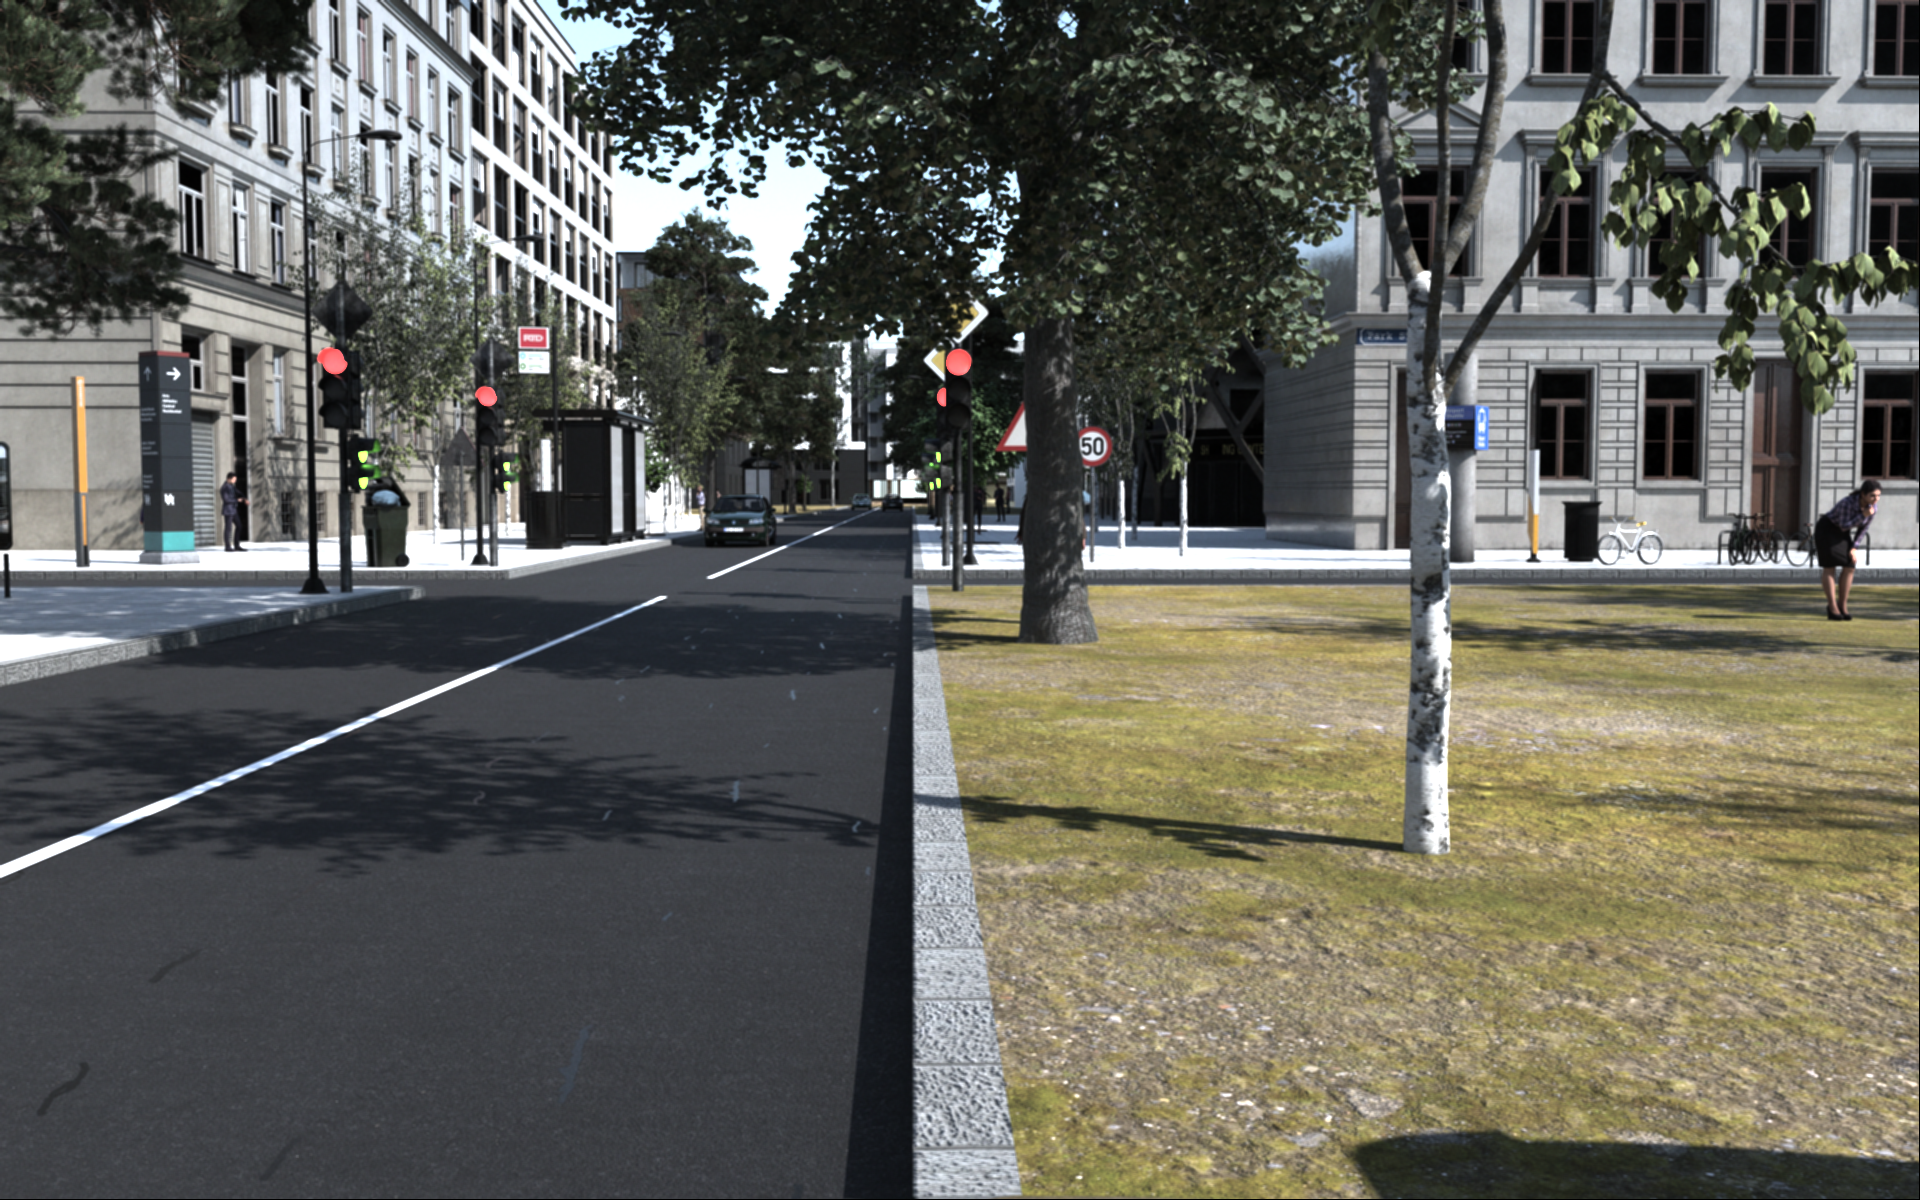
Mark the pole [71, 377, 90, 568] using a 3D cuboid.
[{"bbox_3d":[-15.332,-2.223,30.185,0.158,3.312,0.155,0,3,0],"label":"pole"}]

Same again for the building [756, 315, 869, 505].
[{"bbox_3d":[-27.551,-22.456,211.134,32.646,21.610,27.936,0,4,-2],"label":"building"}]

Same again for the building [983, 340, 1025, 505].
[{"bbox_3d":[16.239,-20.825,206.953,31.486,18.905,16.747,0,4,-2],"label":"building"}]

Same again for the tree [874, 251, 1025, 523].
[{"bbox_3d":[0.188,-9.426,76.171,6.751,12.117,7.091,0,3,0],"label":"tree"}]

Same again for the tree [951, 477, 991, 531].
[{"bbox_3d":[0.531,-4.003,60.054,1.663,3.219,1.824,0,3,0],"label":"tree"}]

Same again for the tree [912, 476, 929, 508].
[{"bbox_3d":[-3.206,-9.879,156.116,1.663,3.219,1.824,0,3,0],"label":"tree"}]

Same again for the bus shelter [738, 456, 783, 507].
[{"bbox_3d":[-11.055,-6.250,96.105,2.014,3.302,5.546,0,4,-1],"label":"bus shelter"}]

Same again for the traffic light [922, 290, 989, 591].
[{"bbox_3d":[-0.046,-2.050,22.758,0.839,4.213,0.868,0,4,-2],"label":"traffic light"}]

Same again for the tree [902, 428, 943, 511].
[{"bbox_3d":[-1.190,-12.697,125.717,7.486,12.596,7.792,0,3,0],"label":"tree"}]

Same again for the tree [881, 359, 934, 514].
[{"bbox_3d":[-1.339,-11.408,112.282,9.928,11.665,9.643,0,3,0],"label":"tree"}]

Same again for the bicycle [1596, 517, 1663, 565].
[{"bbox_3d":[12.168,-1.112,31.399,1.543,0.972,0.635,-1,4,-20],"label":"bicycle"}]

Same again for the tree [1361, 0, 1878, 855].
[{"bbox_3d":[1.612,-3.387,5.748,4.737,8.622,4.395,0,3,0],"label":"tree"}]

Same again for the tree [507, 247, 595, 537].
[{"bbox_3d":[-13.668,-6.237,52.335,4.360,8.622,3.978,0,3,0],"label":"tree"}]

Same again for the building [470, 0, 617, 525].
[{"bbox_3d":[-29.325,-17.121,84.440,19.350,26.468,34.151,0,4,-2],"label":"building"}]

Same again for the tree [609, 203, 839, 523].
[{"bbox_3d":[-10.919,-10.248,74.974,7.806,13.903,7.818,0,3,0],"label":"tree"}]

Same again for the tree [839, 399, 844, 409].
[{"bbox_3d":[-11.785,-12.925,118.751,7.806,13.903,7.818,0,3,0],"label":"tree"}]

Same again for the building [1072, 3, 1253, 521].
[{"bbox_3d":[12.762,-18.067,92.663,12.463,27.353,25.104,0,4,-2],"label":"building"}]

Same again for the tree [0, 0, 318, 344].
[{"bbox_3d":[-9.466,-6.587,15.115,7.806,13.903,7.818,0,3,0],"label":"tree"}]

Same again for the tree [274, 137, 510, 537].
[{"bbox_3d":[-12.250,-5.292,36.885,4.360,8.622,3.978,0,3,0],"label":"tree"}]

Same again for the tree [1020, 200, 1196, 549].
[{"bbox_3d":[3.538,-5.489,40.107,4.360,8.622,3.978,0,3,0],"label":"tree"}]

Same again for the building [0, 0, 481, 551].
[{"bbox_3d":[-25.656,-13.413,52.591,16.112,22.955,30.059,0,4,-2],"label":"building"}]

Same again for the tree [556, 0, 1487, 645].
[{"bbox_3d":[0.835,-6.600,14.561,9.857,13.997,8.962,0,3,0],"label":"tree"}]

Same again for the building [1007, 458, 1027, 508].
[{"bbox_3d":[9.506,-13.358,160.549,9.099,9.664,28.070,0,4,-2],"label":"building"}]

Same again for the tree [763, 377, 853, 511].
[{"bbox_3d":[-11.628,-11.818,127.629,8.767,10.594,7.601,1,4,14],"label":"tree"}]

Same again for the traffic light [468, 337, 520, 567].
[{"bbox_3d":[-8.223,-2.524,30.507,0.839,4.213,0.868,0,4,-2],"label":"traffic light"}]

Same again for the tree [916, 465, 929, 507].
[{"bbox_3d":[-3.239,-13.195,166.101,4.360,8.622,3.978,0,3,0],"label":"tree"}]

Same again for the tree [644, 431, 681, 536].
[{"bbox_3d":[-9.712,-3.607,53.581,1.663,3.219,1.824,0,3,0],"label":"tree"}]

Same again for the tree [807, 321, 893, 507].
[{"bbox_3d":[-12.065,-19.741,178.652,12.611,20.169,13.585,0,3,0],"label":"tree"}]

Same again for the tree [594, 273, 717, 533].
[{"bbox_3d":[-9.844,-6.542,57.330,4.360,8.622,3.978,0,3,0],"label":"tree"}]

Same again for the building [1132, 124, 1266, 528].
[{"bbox_3d":[15.467,-12.497,71.775,16.820,18.784,16.811,0,4,-2],"label":"building"}]

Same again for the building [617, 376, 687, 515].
[{"bbox_3d":[-23.540,-10.944,121.074,9.099,9.664,28.070,0,4,-2],"label":"building"}]

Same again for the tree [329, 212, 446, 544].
[{"bbox_3d":[-13.599,-5.737,44.156,4.737,8.622,4.395,0,3,0],"label":"tree"}]

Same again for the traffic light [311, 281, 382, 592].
[{"bbox_3d":[-8.004,-2.035,22.525,0.839,4.213,0.868,0,4,-2],"label":"traffic light"}]

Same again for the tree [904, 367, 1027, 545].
[{"bbox_3d":[0.285,-3.729,44.687,4.285,4.588,4.351,0,3,0],"label":"tree"}]

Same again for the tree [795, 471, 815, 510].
[{"bbox_3d":[-12.915,-9.090,143.214,1.663,3.219,1.824,0,3,0],"label":"tree"}]

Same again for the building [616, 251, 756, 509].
[{"bbox_3d":[-36.734,-19.315,159.771,32.646,21.610,27.936,0,4,-2],"label":"building"}]

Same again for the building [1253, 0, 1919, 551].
[{"bbox_3d":[18.562,-12.705,43.879,21.152,22.565,11.583,0,4,-2],"label":"building"}]

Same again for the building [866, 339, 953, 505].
[{"bbox_3d":[-5.297,-21.351,205.504,11.380,20.091,16.016,0,4,-2],"label":"building"}]
